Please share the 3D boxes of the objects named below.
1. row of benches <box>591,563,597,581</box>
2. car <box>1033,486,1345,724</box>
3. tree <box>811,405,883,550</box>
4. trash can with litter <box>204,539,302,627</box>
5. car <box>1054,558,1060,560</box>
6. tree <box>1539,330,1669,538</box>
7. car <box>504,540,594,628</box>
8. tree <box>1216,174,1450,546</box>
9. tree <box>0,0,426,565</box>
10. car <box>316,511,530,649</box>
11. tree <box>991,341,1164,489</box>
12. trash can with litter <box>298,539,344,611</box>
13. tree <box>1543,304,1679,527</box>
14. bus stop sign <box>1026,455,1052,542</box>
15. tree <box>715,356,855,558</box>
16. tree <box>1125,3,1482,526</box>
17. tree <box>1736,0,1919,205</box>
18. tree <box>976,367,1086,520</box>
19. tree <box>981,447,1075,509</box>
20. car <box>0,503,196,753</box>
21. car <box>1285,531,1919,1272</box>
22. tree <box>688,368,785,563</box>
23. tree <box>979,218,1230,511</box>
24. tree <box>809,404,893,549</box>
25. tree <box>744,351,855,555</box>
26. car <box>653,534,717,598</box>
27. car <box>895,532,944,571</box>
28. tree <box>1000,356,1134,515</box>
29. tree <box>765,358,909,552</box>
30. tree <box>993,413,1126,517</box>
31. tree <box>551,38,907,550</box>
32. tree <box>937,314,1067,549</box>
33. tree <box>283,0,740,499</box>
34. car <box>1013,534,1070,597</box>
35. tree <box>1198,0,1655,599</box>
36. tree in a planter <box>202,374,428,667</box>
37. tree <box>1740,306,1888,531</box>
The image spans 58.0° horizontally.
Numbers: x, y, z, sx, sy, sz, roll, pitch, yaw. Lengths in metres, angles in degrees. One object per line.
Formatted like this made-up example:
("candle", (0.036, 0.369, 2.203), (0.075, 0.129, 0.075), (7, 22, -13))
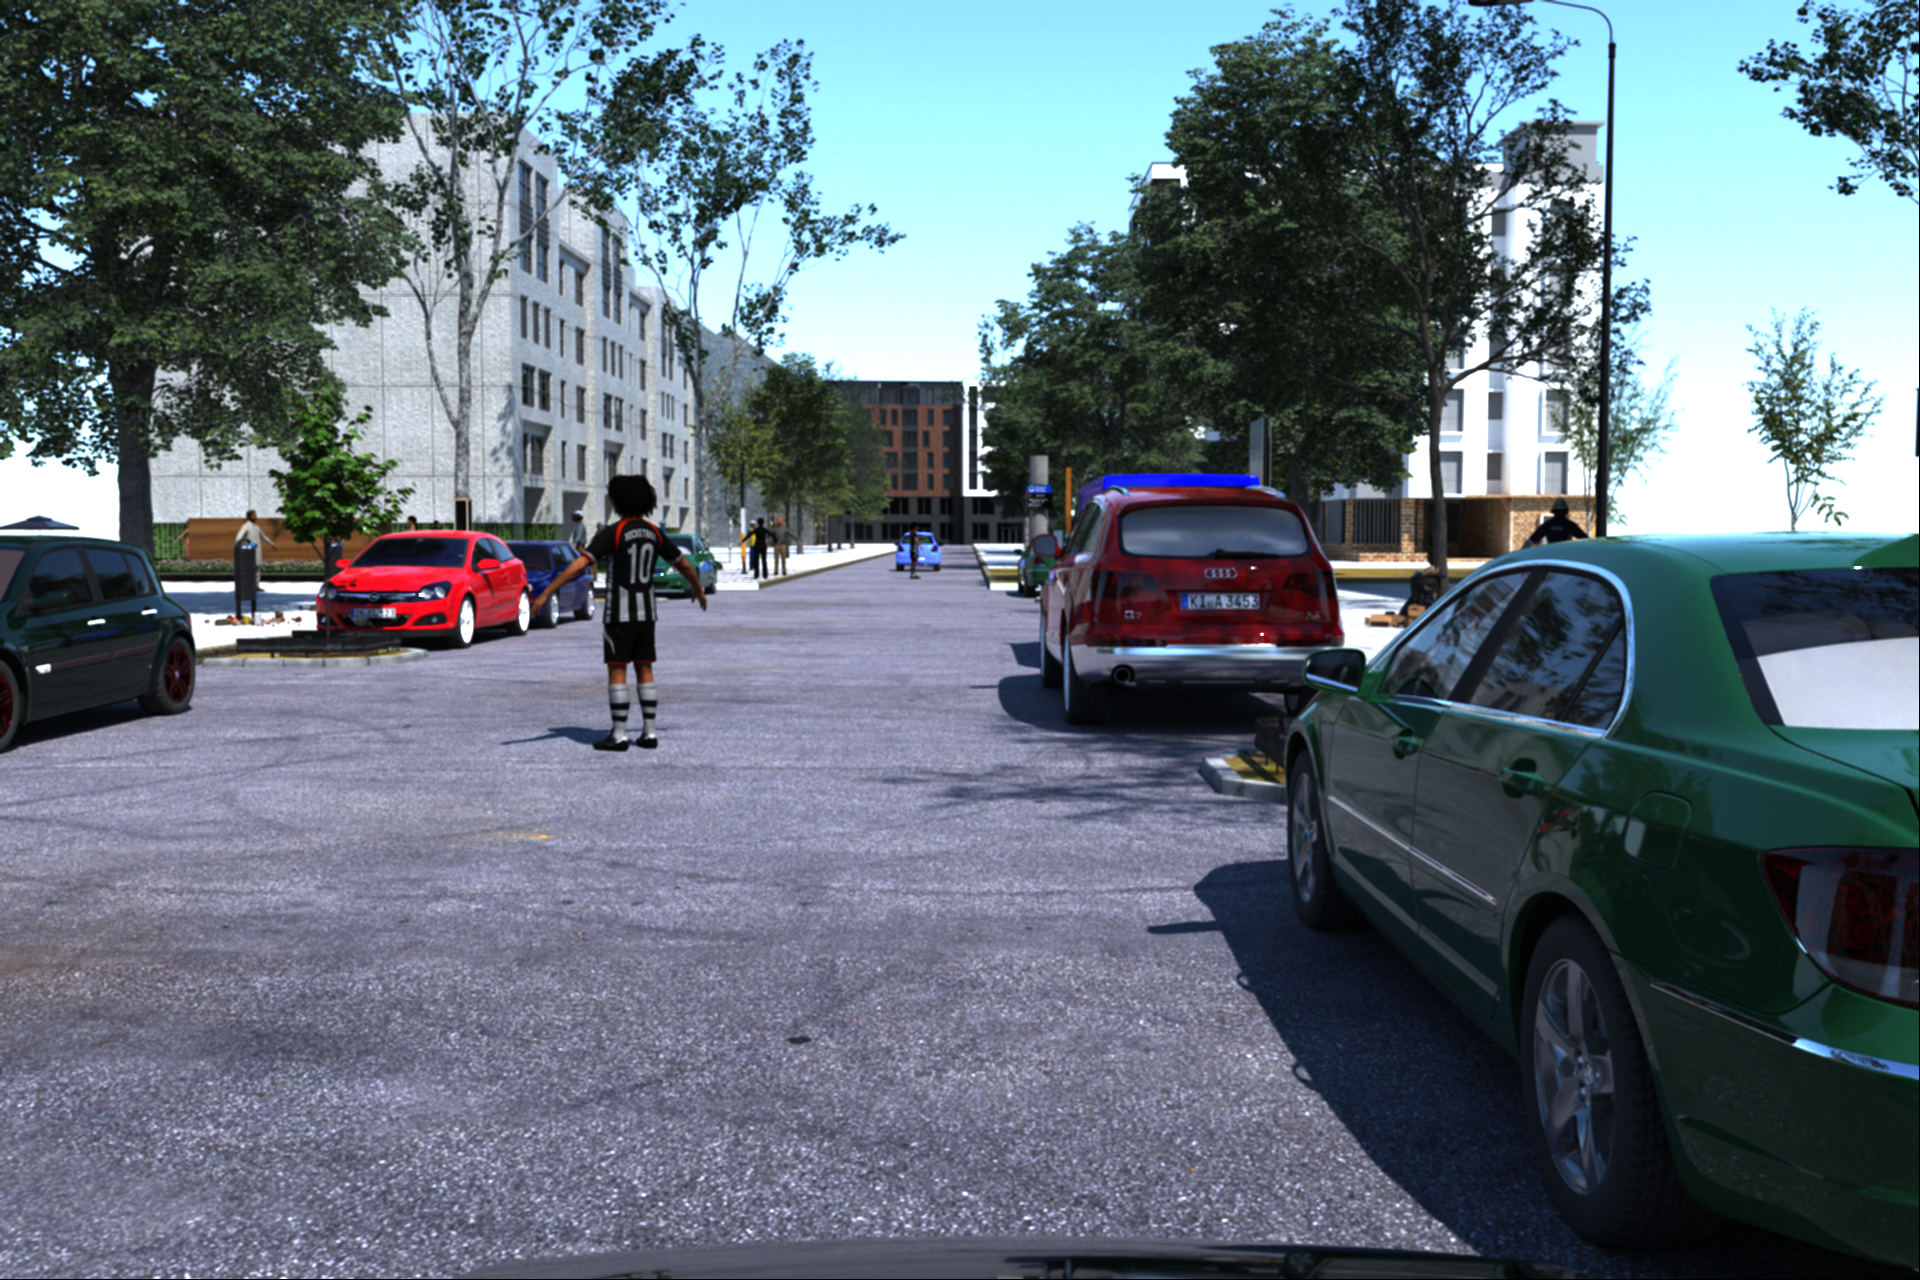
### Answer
("row of benches", (-11.436, -1.858, 45.841), (1.422, 0.672, 4.104), (3, 5, 39))
("car", (1.784, -0.361, 14.583), (2.281, 1.827, 5.304), (0, 4, -1))
("tree", (-9.836, -13.141, 140.604), (9.928, 11.665, 9.643), (0, 3, 0))
("trash can with litter", (-10.042, -0.853, 25.009), (1.678, 1.210, 2.233), (0, 4, 1))
("car", (2.638, -1.274, 30.416), (1.945, 1.707, 3.694), (0, 4, -1))
("tree", (22.775, -6.891, 63.032), (4.360, 8.622, 3.978), (0, 3, 0))
("car", (-7.000, -0.913, 27.515), (1.945, 1.354, 3.894), (0, 4, 0))
("tree", (11.266, -8.247, 52.958), (7.486, 12.596, 7.792), (0, 3, 0))
("tree", (-13.201, -7.367, 27.104), (9.857, 13.997, 8.962), (0, 3, 0))
("car", (-7.038, -0.853, 22.982), (2.155, 1.783, 4.494), (0, 4, 1))
("tree", (5.598, -8.859, 79.256), (8.767, 10.594, 7.601), (0, 4, -2))
("trash can with litter", (-10.462, -1.137, 29.646), (1.678, 1.210, 2.233), (0, 4, 1))
("tree", (20.626, -6.471, 56.158), (4.360, 8.622, 3.978), (0, 3, 0))
("bus stop sign", (2.652, -4.233, 58.227), (0.837, 3.901, 0.837), (0, 4, -1))
("tree", (-9.366, -9.614, 91.594), (8.767, 10.594, 7.601), (1, 4, 21))
("tree", (8.454, -8.305, 42.435), (9.857, 13.997, 8.962), (0, 3, 0))
("tree", (25.875, -11.598, 45.520), (12.611, 20.169, 13.585), (0, 3, 0))
("tree", (5.325, -13.226, 122.900), (9.857, 13.997, 8.962), (0, 3, 0))
("tree", (6.134, -12.225, 134.286), (8.767, 10.594, 7.601), (-1, 4, -16))
("car", (-7.060, -0.158, 12.374), (2.009, 1.686, 4.222), (0, 4, 1))
("car", (2.152, 0.421, 4.907), (2.131, 1.459, 4.920), (0, 3, 0))
("tree", (-9.987, -7.743, 76.965), (4.737, 8.622, 4.395), (0, 3, 0))
("tree", (5.946, -9.897, 68.465), (9.857, 13.997, 8.962), (0, 3, 0))
("tree", (-9.848, -14.266, 151.380), (7.486, 12.596, 7.792), (0, 3, 0))
("tree", (-10.443, -11.620, 108.115), (7.486, 12.596, 7.792), (0, 3, 0))
("car", (-6.765, -1.729, 40.062), (2.131, 1.459, 4.920), (0, 4, 0))
("car", (-1.606, -3.552, 67.667), (1.945, 1.707, 3.694), (0, 4, 0))
("tree", (6.021, -10.464, 96.848), (9.928, 11.665, 9.643), (0, 3, 0))
("tree", (-9.175, -12.878, 120.924), (12.009, 13.543, 11.850), (0, 3, 0))
("tree", (6.147, -10.573, 107.281), (8.767, 10.594, 7.601), (0, 4, 4))
("tree", (-8.484, -12.822, 65.524), (12.611, 20.169, 13.585), (0, 3, 0))
("tree", (4.408, -18.016, 150.446), (12.611, 20.169, 13.585), (0, 3, 0))
("tree", (-12.171, -11.590, 45.383), (12.611, 20.169, 13.585), (0, 3, 0))
("car", (2.343, -1.767, 40.696), (2.131, 1.459, 4.920), (0, 4, -1))
("tree", (7.711, -5.755, 28.506), (7.601, 10.594, 8.767), (2, 4, 25))
("tree in a planter", (-7.171, -1.365, 19.538), (1.991, 3.239, 1.994), (0, 4, 0))
("tree", (27.002, -6.437, 55.604), (4.737, 8.622, 4.395), (0, 3, 0))
